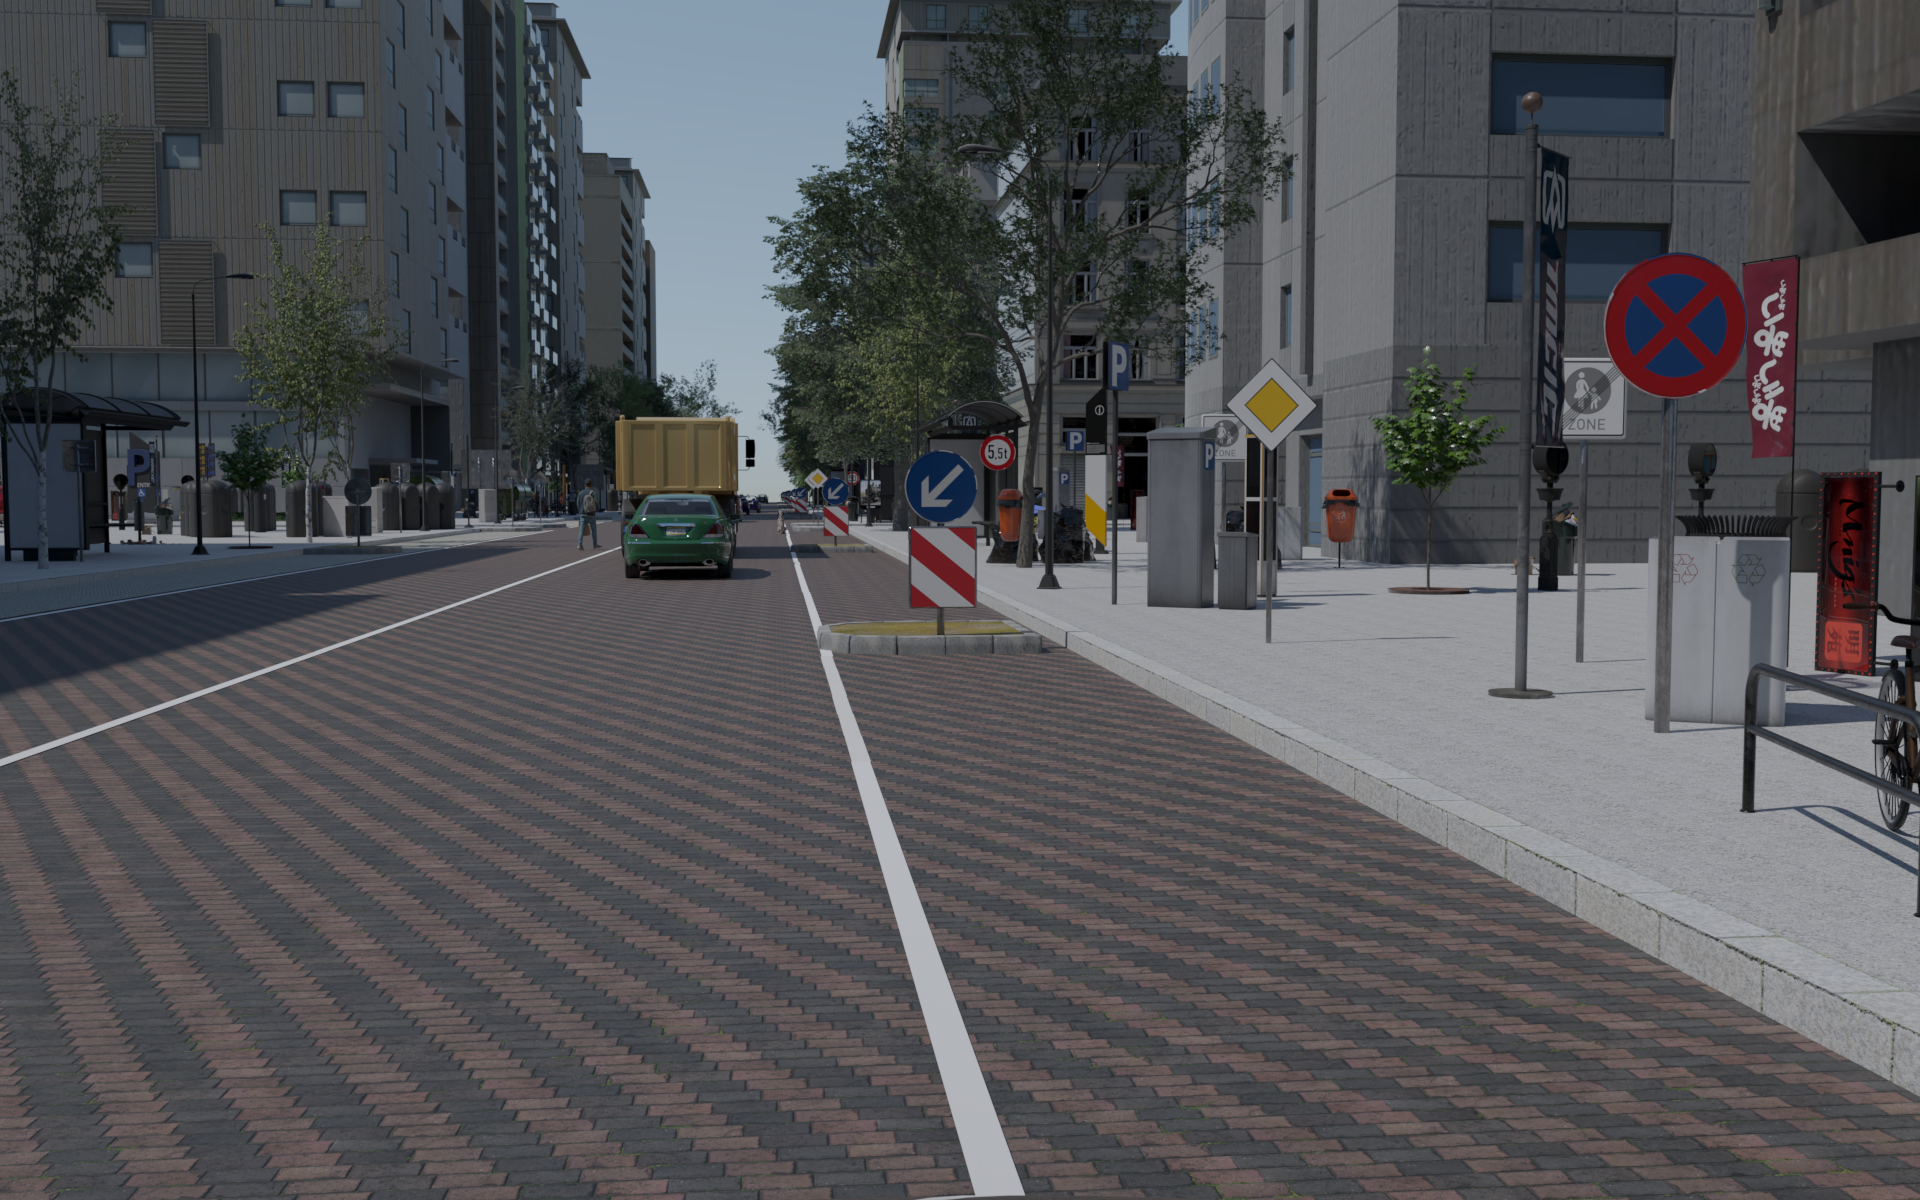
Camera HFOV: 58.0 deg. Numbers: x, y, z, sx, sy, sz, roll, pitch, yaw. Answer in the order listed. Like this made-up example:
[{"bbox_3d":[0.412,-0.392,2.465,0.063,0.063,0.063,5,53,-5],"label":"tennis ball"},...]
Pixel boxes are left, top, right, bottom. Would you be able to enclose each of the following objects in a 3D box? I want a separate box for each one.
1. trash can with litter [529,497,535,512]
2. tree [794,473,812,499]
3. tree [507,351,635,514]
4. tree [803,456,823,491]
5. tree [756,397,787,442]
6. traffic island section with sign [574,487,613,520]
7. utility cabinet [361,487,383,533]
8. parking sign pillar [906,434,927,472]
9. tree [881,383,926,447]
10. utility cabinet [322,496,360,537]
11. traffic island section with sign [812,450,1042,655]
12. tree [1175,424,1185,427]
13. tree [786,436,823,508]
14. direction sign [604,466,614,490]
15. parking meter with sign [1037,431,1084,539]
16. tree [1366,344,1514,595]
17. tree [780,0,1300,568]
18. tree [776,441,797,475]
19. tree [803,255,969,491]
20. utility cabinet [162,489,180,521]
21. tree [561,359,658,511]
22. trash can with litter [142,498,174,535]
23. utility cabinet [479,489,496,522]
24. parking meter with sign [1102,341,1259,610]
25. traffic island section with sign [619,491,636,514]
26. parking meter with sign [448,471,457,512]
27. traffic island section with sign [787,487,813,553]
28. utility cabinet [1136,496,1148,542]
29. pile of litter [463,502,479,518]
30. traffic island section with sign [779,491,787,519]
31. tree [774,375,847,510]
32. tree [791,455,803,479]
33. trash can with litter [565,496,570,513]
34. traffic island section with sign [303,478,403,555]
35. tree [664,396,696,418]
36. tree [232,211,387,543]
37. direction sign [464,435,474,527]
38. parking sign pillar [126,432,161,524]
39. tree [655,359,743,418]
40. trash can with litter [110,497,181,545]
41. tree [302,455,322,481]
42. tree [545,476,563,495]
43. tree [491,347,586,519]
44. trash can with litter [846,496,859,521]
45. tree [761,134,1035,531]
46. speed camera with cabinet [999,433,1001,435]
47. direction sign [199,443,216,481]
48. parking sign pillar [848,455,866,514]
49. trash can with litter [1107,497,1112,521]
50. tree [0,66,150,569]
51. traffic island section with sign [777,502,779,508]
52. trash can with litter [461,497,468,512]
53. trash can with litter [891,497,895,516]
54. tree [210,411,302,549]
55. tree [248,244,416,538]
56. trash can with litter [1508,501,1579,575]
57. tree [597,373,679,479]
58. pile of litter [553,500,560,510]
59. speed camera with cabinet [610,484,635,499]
[{"bbox_3d":[-30.381,-6.868,123.681,1.055,1.170,0.624,-2,4,-23],"label":"trash can with litter"},{"bbox_3d":[-21.024,-15.525,237.554,4.285,4.588,4.351,0,3,0],"label":"tree"},{"bbox_3d":[-24.956,-10.884,112.363,8.767,10.594,7.601,-1,4,-19],"label":"tree"},{"bbox_3d":[-11.512,-11.897,144.870,4.360,8.622,3.978,0,3,0],"label":"tree"},{"bbox_3d":[-25.559,-25.373,270.742,12.611,20.169,13.585,0,3,0],"label":"tree"},{"bbox_3d":[-20.452,-5.387,96.709,1.989,1.847,2.006,0,4,-6],"label":"traffic island section with sign"},{"bbox_3d":[-19.575,-2.950,56.915,1.173,1.500,0.318,1,4,16],"label":"utility cabinet"},{"bbox_3d":[-1.583,-4.801,66.965,1.447,3.967,1.447,1,4,15],"label":"parking sign pillar"},{"bbox_3d":[-3.300,-9.582,107.028,4.360,8.622,3.978,0,3,0],"label":"tree"},{"bbox_3d":[-18.547,-2.486,51.810,1.020,1.237,0.306,1,4,20],"label":"utility cabinet"},{"bbox_3d":[-0.352,-0.476,16.410,1.989,1.847,2.006,0,4,-6],"label":"traffic island section with sign"},{"bbox_3d":[9.360,-4.864,63.238,4.285,4.588,4.351,0,3,0],"label":"tree"},{"bbox_3d":[-12.802,-14.595,164.380,9.928,11.665,9.643,0,3,0],"label":"tree"},{"bbox_3d":[-28.147,-8.979,138.807,0.876,3.537,0.379,-1,4,-14],"label":"direction sign"},{"bbox_3d":[2.762,-3.202,48.621,0.543,3.016,1.738,-2,4,-29],"label":"parking meter with sign"},{"bbox_3d":[6.034,-1.710,22.560,1.663,3.219,1.824,0,3,0],"label":"tree"},{"bbox_3d":[1.165,-5.815,29.487,8.767,10.594,7.601,-1,4,-11],"label":"tree"},{"bbox_3d":[-27.016,-23.441,293.636,12.009,13.543,11.850,0,3,0],"label":"tree"},{"bbox_3d":[-1.519,-6.235,52.311,4.737,8.622,4.395,0,3,0],"label":"tree"},{"bbox_3d":[-36.355,-4.358,79.931,0.318,1.500,1.173,0,4,5],"label":"utility cabinet"},{"bbox_3d":[-26.830,-12.752,134.250,9.928,11.665,9.643,0,3,0],"label":"tree"},{"bbox_3d":[-25.365,-2.645,54.636,1.055,1.170,0.624,-1,4,-20],"label":"trash can with litter"},{"bbox_3d":[-21.112,-4.210,77.510,0.318,1.500,1.173,1,4,11],"label":"utility cabinet"},{"bbox_3d":[2.508,-1.427,19.596,1.738,3.016,0.543,2,4,30],"label":"parking meter with sign"},{"bbox_3d":[-23.378,-7.058,124.019,1.989,1.847,2.006,0,4,-6],"label":"traffic island section with sign"},{"bbox_3d":[-35.398,-7.627,120.959,0.543,3.016,1.738,-1,4,-14],"label":"parking meter with sign"},{"bbox_3d":[-3.231,-2.115,43.211,1.989,1.847,2.006,0,4,-6],"label":"traffic island section with sign"},{"bbox_3d":[4.894,-2.160,46.470,0.306,1.237,1.020,1,4,9],"label":"utility cabinet"},{"bbox_3d":[-25.756,-4.785,92.200,1.176,0.858,1.719,3,5,41],"label":"pile of litter"},{"bbox_3d":[-9.157,-5.496,98.486,1.989,1.847,2.006,0,4,-6],"label":"traffic island section with sign"},{"bbox_3d":[-10.795,-13.355,136.474,7.486,12.596,7.792,0,3,0],"label":"tree"},{"bbox_3d":[-18.104,-15.946,211.082,4.737,8.622,4.395,0,3,0],"label":"tree"},{"bbox_3d":[-25.989,-6.432,116.547,0.624,1.170,1.055,3,4,36],"label":"trash can with litter"},{"bbox_3d":[-14.549,-2.021,41.679,1.989,1.847,2.006,0,4,-6],"label":"traffic island section with sign"},{"bbox_3d":[-32.550,-16.468,187.372,7.486,12.596,7.792,0,3,0],"label":"tree"},{"bbox_3d":[-17.195,-5.822,45.546,4.737,8.622,4.395,0,3,0],"label":"tree"},{"bbox_3d":[-18.908,-4.561,66.575,0.379,3.537,0.876,-1,4,-13],"label":"direction sign"},{"bbox_3d":[-35.275,-5.283,74.845,1.447,3.967,1.447,0,4,6],"label":"parking sign pillar"},{"bbox_3d":[-36.836,-23.601,241.766,12.611,20.169,13.585,0,3,0],"label":"tree"},{"bbox_3d":[-21.033,-2.052,44.602,1.678,1.210,2.233,-2,4,-27],"label":"trash can with litter"},{"bbox_3d":[-28.679,-4.913,74.932,1.663,3.219,1.824,0,3,0],"label":"tree"},{"bbox_3d":[-34.190,-9.334,147.218,1.663,3.219,1.824,0,3,0],"label":"tree"},{"bbox_3d":[-21.930,-8.416,87.970,4.360,8.622,3.978,0,3,0],"label":"tree"},{"bbox_3d":[-5.040,-4.270,81.199,0.624,1.170,1.055,0,4,-3],"label":"trash can with litter"},{"bbox_3d":[-2.150,-9.389,60.163,9.857,13.997,8.962,0,3,0],"label":"tree"},{"bbox_3d":[0.317,-3.049,44.180,2.038,3.252,0.660,0,4,-1],"label":"speed camera with cabinet"},{"bbox_3d":[-33.394,-5.192,76.879,0.876,3.537,0.379,1,4,20],"label":"direction sign"},{"bbox_3d":[-6.672,-7.475,110.687,1.447,3.967,1.447,3,5,44],"label":"parking sign pillar"},{"bbox_3d":[7.140,-4.418,83.626,0.624,1.170,1.055,-2,4,-34],"label":"trash can with litter"},{"bbox_3d":[-15.975,-4.844,29.570,4.360,8.622,3.978,0,3,0],"label":"tree"},{"bbox_3d":[-12.028,-7.135,125.289,1.989,1.847,2.006,0,4,-6],"label":"traffic island section with sign"},{"bbox_3d":[-35.095,-6.831,123.079,1.055,1.170,0.624,2,4,34],"label":"trash can with litter"},{"bbox_3d":[-2.460,-3.917,75.429,1.055,1.170,0.624,1,4,12],"label":"trash can with litter"},{"bbox_3d":[-16.860,-2.826,40.811,1.663,3.219,1.824,0,3,0],"label":"tree"},{"bbox_3d":[-18.024,-6.103,50.145,4.360,8.622,3.978,0,3,0],"label":"tree"},{"bbox_3d":[9.215,-0.976,27.349,1.055,1.170,0.624,1,4,20],"label":"trash can with litter"},{"bbox_3d":[-29.967,-15.137,164.497,9.611,12.733,9.660,0,3,0],"label":"tree"},{"bbox_3d":[-32.227,-7.634,138.781,1.719,0.858,1.176,1,4,16],"label":"pile of litter"},{"bbox_3d":[-28.802,-9.386,147.791,2.038,3.252,0.660,0,4,-1],"label":"speed camera with cabinet"}]
